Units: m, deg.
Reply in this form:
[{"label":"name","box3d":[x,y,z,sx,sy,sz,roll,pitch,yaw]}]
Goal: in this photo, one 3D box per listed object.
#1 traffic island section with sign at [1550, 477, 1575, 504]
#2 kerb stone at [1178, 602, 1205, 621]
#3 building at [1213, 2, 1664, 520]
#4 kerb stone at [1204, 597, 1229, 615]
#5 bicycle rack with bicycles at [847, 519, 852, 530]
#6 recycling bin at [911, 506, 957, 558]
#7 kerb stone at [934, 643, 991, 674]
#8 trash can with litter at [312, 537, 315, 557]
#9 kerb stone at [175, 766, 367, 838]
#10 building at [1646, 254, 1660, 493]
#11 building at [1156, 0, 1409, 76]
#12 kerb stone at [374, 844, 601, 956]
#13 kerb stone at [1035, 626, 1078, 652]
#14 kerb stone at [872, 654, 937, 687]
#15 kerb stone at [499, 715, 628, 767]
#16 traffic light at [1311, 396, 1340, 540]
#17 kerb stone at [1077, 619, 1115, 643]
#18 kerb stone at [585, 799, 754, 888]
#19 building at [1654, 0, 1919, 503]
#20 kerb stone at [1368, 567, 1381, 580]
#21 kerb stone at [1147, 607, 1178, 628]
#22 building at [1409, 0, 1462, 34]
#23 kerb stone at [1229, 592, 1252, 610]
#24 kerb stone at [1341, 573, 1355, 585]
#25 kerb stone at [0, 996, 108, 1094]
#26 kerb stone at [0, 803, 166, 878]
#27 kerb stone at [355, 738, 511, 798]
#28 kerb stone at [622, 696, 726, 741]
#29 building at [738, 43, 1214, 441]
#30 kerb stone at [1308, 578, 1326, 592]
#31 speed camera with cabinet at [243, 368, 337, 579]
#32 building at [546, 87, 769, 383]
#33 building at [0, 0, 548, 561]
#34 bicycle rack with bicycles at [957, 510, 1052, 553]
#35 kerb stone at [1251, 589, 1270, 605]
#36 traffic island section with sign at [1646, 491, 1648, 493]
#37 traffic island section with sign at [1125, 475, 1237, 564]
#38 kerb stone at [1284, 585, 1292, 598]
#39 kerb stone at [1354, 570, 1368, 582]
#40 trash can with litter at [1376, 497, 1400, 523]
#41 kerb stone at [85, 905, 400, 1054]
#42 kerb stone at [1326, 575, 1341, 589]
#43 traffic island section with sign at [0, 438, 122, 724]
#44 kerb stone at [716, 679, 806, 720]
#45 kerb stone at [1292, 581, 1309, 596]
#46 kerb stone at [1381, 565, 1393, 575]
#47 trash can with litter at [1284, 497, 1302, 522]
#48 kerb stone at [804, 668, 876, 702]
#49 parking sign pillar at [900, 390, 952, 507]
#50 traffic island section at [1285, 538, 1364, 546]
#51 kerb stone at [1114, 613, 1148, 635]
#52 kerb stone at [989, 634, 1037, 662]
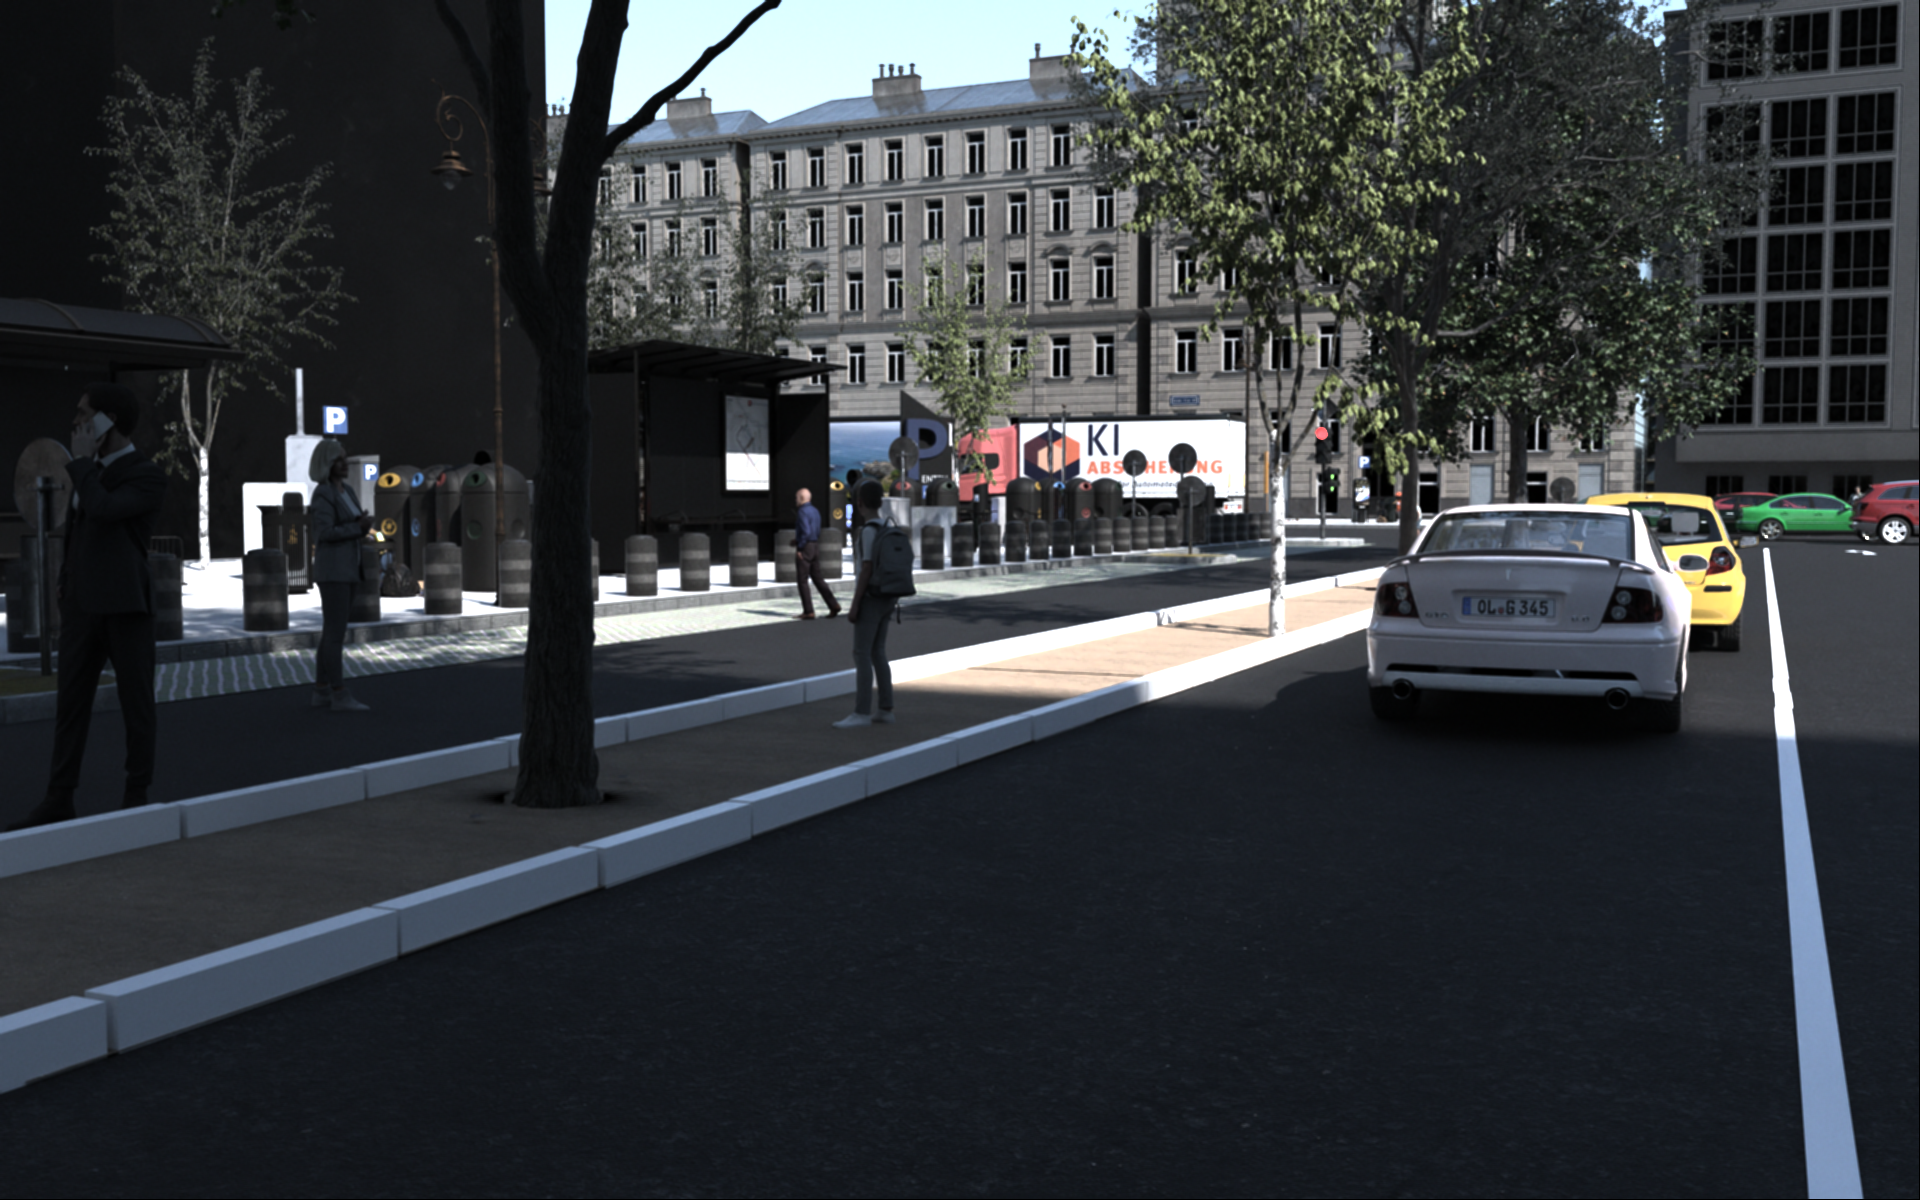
[{"label":"traffic island section with sign","box3d":[16.104,-2.349,46.543,2.006,1.907,1.989,2,4,25]},{"label":"kerb stone","box3d":[2.561,0.149,19.791,0.120,0.150,1.000,2,4,25]},{"label":"building","box3d":[23.447,-18.022,91.924,25.104,27.353,12.463,2,4,25]},{"label":"kerb stone","box3d":[2.985,0.093,20.727,0.120,0.150,1.000,2,4,25]},{"label":"bicycle rack with bicycles","box3d":[-4.096,-2.025,46.499,2.852,0.926,2.925,-3,4,-38]},{"label":"recycling bin","box3d":[-0.530,-1.368,34.917,0.722,1.027,0.722,2,4,26]},{"label":"kerb stone","box3d":[-0.026,0.490,14.182,0.120,0.150,1.000,2,4,25]},{"label":"trash can with litter","box3d":[-13.256,-1.483,35.639,0.624,1.170,1.055,0,4,-2]},{"label":"kerb stone","box3d":[-3.039,0.895,7.641,0.120,0.150,1.000,2,4,25]},{"label":"building","box3d":[100.620,-35.707,238.430,28.867,44.769,22.147,2,4,25]},{"label":"building","box3d":[30.094,-43.604,151.184,20.563,71.187,20.611,2,4,25]},{"label":"kerb stone","box3d":[-1.575,1.003,5.841,0.120,0.150,1.000,2,4,25]},{"label":"kerb stone","box3d":[0.837,0.376,16.048,0.120,0.150,1.000,2,4,25]},{"label":"kerb stone","box3d":[-0.463,0.548,13.241,0.120,0.150,1.000,2,4,25]},{"label":"kerb stone","box3d":[-2.184,0.776,9.511,0.120,0.150,1.000,2,4,25]},{"label":"traffic light","box3d":[10.269,-3.664,48.830,0.839,4.253,0.868,2,4,25]},{"label":"kerb stone","box3d":[1.273,0.318,16.993,0.120,0.150,1.000,2,4,25]},{"label":"kerb stone","box3d":[-1.131,0.946,6.766,0.120,0.150,1.000,2,4,25]},{"label":"building","box3d":[46.449,-17.675,82.485,24.014,27.812,14.314,2,4,25]},{"label":"kerb stone","box3d":[6.872,-0.422,29.111,0.120,0.150,1.000,2,4,25]},{"label":"kerb stone","box3d":[2.132,0.204,18.856,0.120,0.150,1.000,2,4,25]},{"label":"building","box3d":[37.870,-36.134,180.028,27.495,52.752,28.713,2,4,25]},{"label":"kerb stone","box3d":[3.432,0.033,21.657,0.120,0.150,1.000,2,4,25]},{"label":"kerb stone","box3d":[6.008,-0.306,27.250,0.120,0.150,1.000,2,4,25]},{"label":"kerb stone","box3d":[-2.432,1.120,3.972,0.120,0.150,1.000,2,4,25]},{"label":"kerb stone","box3d":[-3.482,0.947,6.716,0.120,0.150,1.000,2,4,25]},{"label":"kerb stone","box3d":[-2.609,0.836,8.572,0.120,0.150,1.000,2,4,25]},{"label":"kerb stone","box3d":[-1.750,0.722,10.440,0.120,0.150,1.000,2,4,25]},{"label":"building","box3d":[0.877,-18.694,102.910,25.104,27.353,12.463,2,4,25]},{"label":"kerb stone","box3d":[5.150,-0.195,25.385,0.120,0.150,1.000,2,4,25]},{"label":"speed camera with cabinet","box3d":[-10.282,-1.977,26.659,0.660,3.252,2.038,0,4,5]},{"label":"building","box3d":[-21.961,-19.347,113.583,25.104,27.353,12.463,2,4,25]},{"label":"building","box3d":[-19.998,-12.900,40.587,15.834,23.373,12.332,2,4,25]},{"label":"bicycle rack with bicycles","box3d":[0.868,-1.490,37.752,2.852,0.926,2.925,1,4,13]},{"label":"kerb stone","box3d":[3.861,-0.024,22.591,0.120,0.150,1.000,2,4,25]},{"label":"traffic island section with sign","box3d":[71.791,-10.569,181.438,1.989,1.847,2.006,2,4,25]},{"label":"traffic island section with sign","box3d":[4.702,-1.684,36.169,1.989,1.847,2.006,2,4,25]},{"label":"kerb stone","box3d":[4.286,-0.081,23.524,0.120,0.150,1.000,2,4,25]},{"label":"kerb stone","box3d":[6.436,-0.365,28.182,0.120,0.150,1.000,2,4,25]},{"label":"trash can with litter","box3d":[18.991,-4.008,76.915,1.055,1.170,0.624,-3,4,-39]},{"label":"kerb stone","box3d":[-1.997,1.058,4.904,0.120,0.150,1.000,2,4,25]},{"label":"kerb stone","box3d":[5.573,-0.252,26.319,0.120,0.150,1.000,2,4,25]},{"label":"traffic island section with sign","box3d":[-6.671,-0.177,11.524,1.989,1.847,2.006,2,4,25]},{"label":"kerb stone","box3d":[-1.330,0.662,11.375,0.120,0.150,1.000,2,4,25]},{"label":"kerb stone","box3d":[4.718,-0.136,24.455,0.120,0.150,1.000,2,4,25]},{"label":"kerb stone","box3d":[7.303,-0.480,30.044,0.120,0.150,1.000,2,4,25]},{"label":"trash can with litter","box3d":[15.356,-4.277,80.994,2.233,1.210,1.678,-2,4,-34]},{"label":"kerb stone","box3d":[-0.896,0.605,12.305,0.120,0.150,1.000,2,4,25]},{"label":"parking sign pillar","box3d":[-0.870,-3.454,44.950,1.447,3.967,1.447,-1,4,-17]},{"label":"traffic island section","box3d":[10.237,-1.633,48.980,2.009,0.180,2.903,2,4,25]},{"label":"kerb stone","box3d":[1.705,0.261,17.923,0.120,0.150,1.000,2,4,25]},{"label":"kerb stone","box3d":[0.401,0.433,15.120,0.120,0.150,1.000,2,4,25]}]
